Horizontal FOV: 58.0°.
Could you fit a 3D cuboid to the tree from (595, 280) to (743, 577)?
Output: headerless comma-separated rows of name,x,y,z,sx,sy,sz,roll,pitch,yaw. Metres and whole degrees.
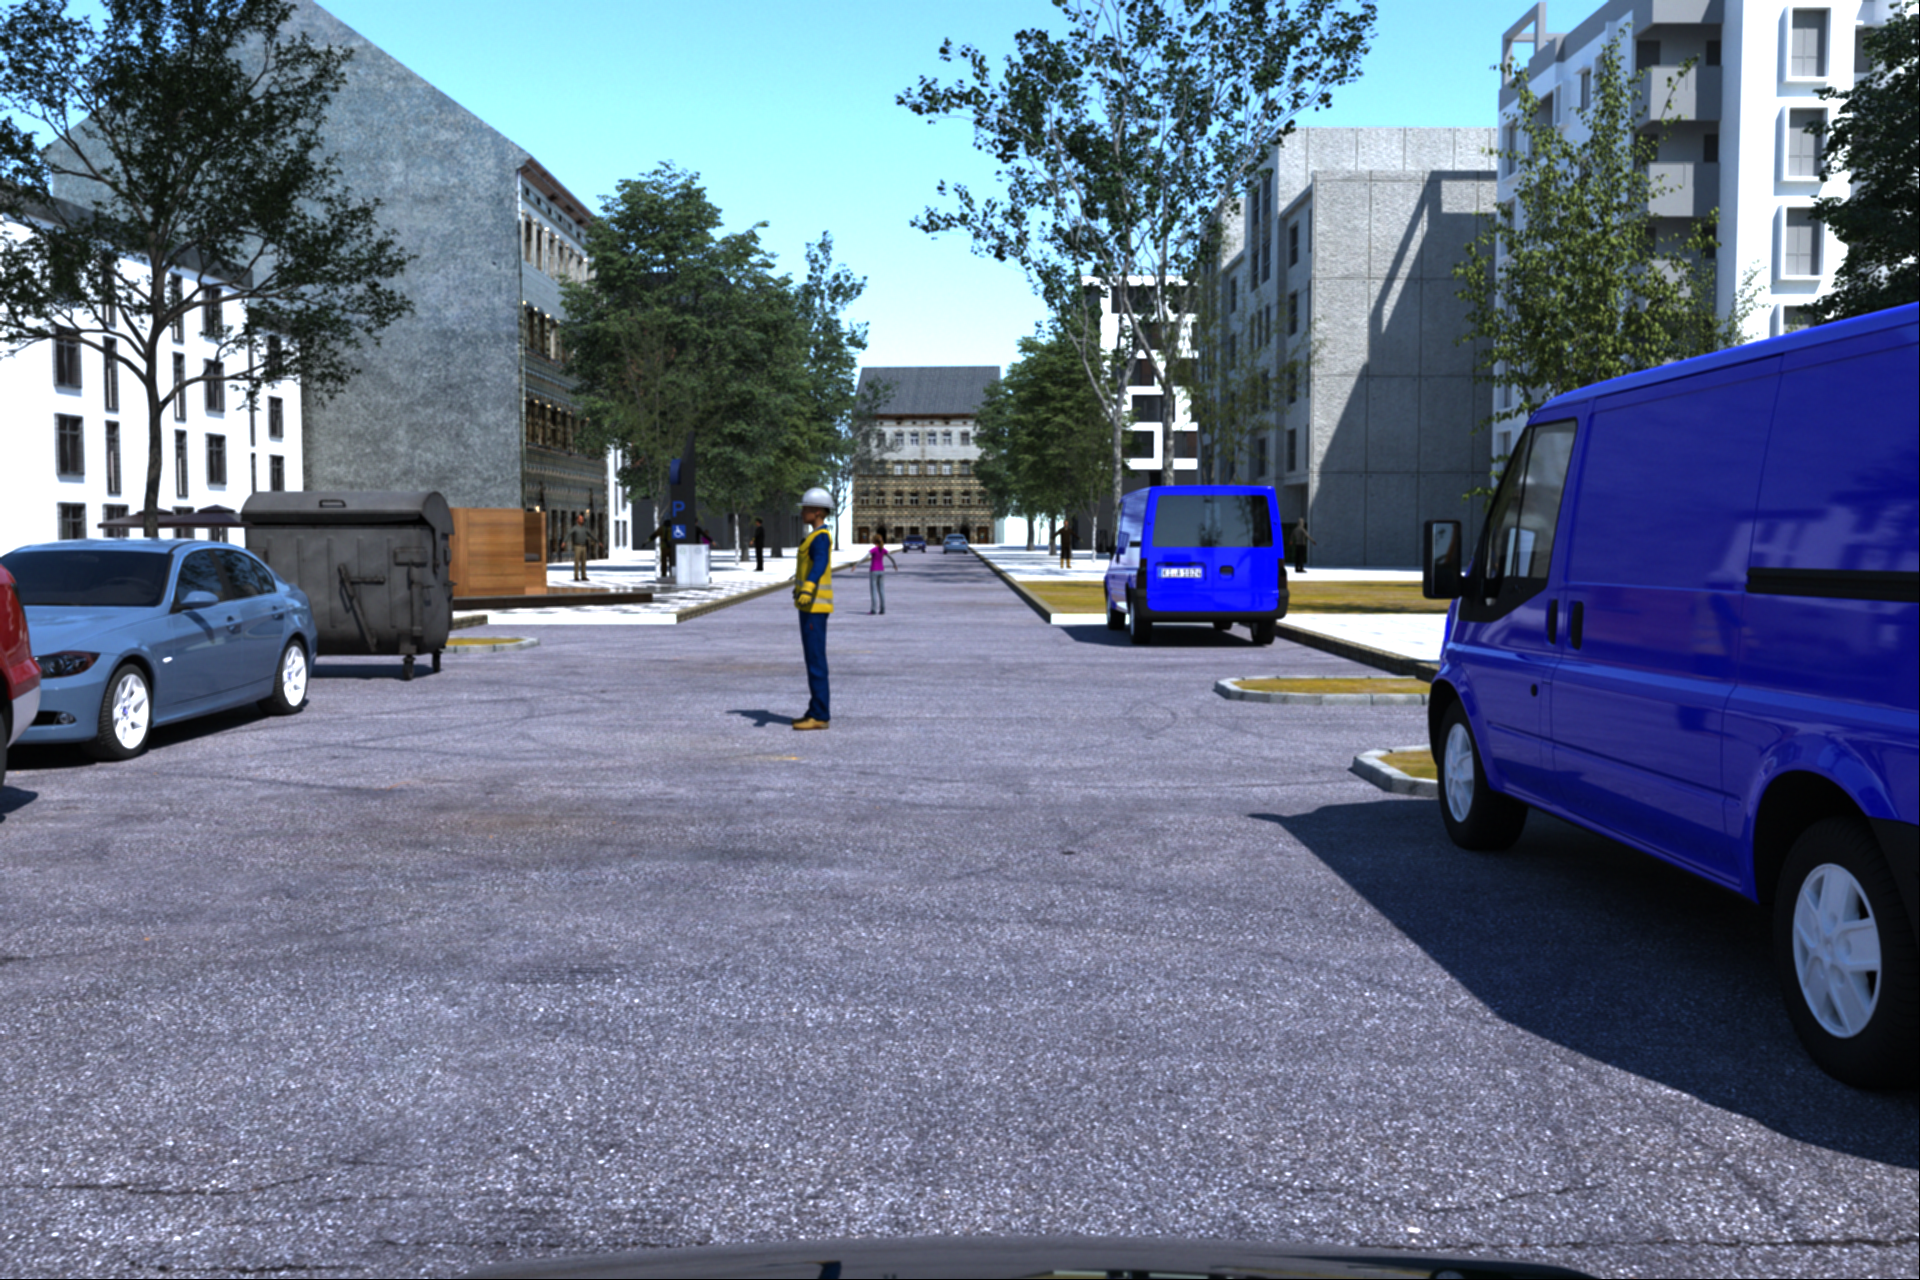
tree,-8.979,-6.137,50.706,4.360,8.622,3.978,0,3,0

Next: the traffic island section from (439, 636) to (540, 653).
traffic island section,-6.392,0.065,21.796,1.991,0.108,1.994,0,4,0

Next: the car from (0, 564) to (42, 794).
car,-5.675,0.126,6.610,2.281,1.827,5.304,0,4,0

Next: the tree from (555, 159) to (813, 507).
tree,-9.398,-9.352,59.556,9.857,13.997,8.962,0,3,0

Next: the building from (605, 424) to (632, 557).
building,-24.082,-9.874,103.579,9.099,9.664,28.070,0,4,-1

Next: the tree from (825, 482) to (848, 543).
tree,-16.767,-16.771,224.559,4.737,8.622,4.395,0,3,0

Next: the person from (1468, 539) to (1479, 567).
person,5.327,-0.645,16.383,1.345,1.849,0.704,-1,4,-21

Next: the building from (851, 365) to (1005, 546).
building,-3.778,-23.961,225.152,18.063,23.208,19.493,0,4,5

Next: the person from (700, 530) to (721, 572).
person,-8.650,-3.047,59.086,0.991,1.433,0.599,-1,4,-13

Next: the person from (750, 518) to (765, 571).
person,-6.954,-3.292,59.760,0.705,1.837,1.347,1,4,10

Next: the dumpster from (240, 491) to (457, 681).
dumpster,-6.111,-0.559,17.357,1.865,1.857,1.264,0,4,0

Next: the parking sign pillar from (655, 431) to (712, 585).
parking sign pillar,-7.120,-3.430,44.548,1.447,3.967,1.447,0,4,1

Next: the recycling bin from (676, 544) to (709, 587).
recycling bin,-6.507,-1.809,42.136,0.722,1.027,0.722,0,4,-1

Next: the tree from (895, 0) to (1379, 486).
tree,4.528,-11.836,49.404,12.611,20.169,13.585,0,3,0

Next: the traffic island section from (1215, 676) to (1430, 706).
traffic island section,3.320,0.453,15.459,1.991,0.108,1.994,0,3,0

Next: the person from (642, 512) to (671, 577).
person,-7.786,-2.467,46.101,1.354,1.858,0.705,-2,4,-25

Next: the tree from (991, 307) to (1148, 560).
tree,5.462,-10.272,86.079,7.486,12.596,7.792,0,3,0

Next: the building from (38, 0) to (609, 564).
building,-26.967,-15.117,78.099,19.493,23.208,18.063,0,4,-1

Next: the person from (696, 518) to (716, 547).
person,-8.201,-2.900,53.602,1.347,1.806,0.705,1,4,20

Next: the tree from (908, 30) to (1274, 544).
tree,4.743,-12.896,66.731,12.611,20.169,13.585,0,3,0

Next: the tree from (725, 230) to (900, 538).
tree,-10.116,-15.558,110.265,12.611,20.169,13.585,0,3,0

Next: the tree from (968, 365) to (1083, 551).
tree,5.162,-13.541,128.044,9.857,13.997,8.962,0,3,0

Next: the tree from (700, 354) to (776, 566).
tree,-8.928,-7.340,70.375,4.360,8.622,3.978,0,3,0

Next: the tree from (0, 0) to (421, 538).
tree,-11.417,-5.531,24.842,7.601,10.594,8.767,-2,4,-28

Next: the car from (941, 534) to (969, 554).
car,-0.335,-6.893,124.697,2.014,1.417,4.499,0,4,-1

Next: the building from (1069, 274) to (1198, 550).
building,23.381,-18.882,152.700,27.936,21.610,32.646,0,3,0

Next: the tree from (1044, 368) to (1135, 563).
tree,5.994,-7.735,76.822,4.360,8.622,3.978,0,3,0

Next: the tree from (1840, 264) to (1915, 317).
tree,25.467,-5.893,46.716,4.737,8.622,4.395,0,3,0

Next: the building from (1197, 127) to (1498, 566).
building,22.136,-13.306,84.014,16.747,18.905,31.486,0,4,0

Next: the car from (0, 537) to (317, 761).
car,-6.127,-0.028,12.467,2.014,1.417,4.499,0,4,0

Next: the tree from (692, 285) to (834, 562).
tree,-9.575,-9.806,78.462,7.486,12.596,7.792,0,3,0

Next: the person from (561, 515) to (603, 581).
person,-10.388,-2.518,47.436,0.705,1.796,1.348,3,5,42

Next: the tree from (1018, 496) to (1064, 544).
tree,10.338,-17.355,218.159,7.601,10.594,8.767,0,4,8

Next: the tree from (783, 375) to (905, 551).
tree,-9.237,-13.507,131.206,12.009,13.543,11.850,0,3,0

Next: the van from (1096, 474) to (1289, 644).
van,3.151,-1.211,24.186,2.240,2.365,5.245,0,3,0

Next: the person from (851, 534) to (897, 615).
person,-1.508,-1.169,30.838,0.991,1.433,0.599,-3,4,-38

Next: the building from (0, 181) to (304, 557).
building,-26.960,-6.909,55.105,9.099,9.664,28.070,0,4,0

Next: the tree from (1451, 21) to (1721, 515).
tree,9.148,-4.623,25.946,4.737,8.622,4.395,0,3,0

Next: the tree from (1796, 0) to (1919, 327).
tree,22.598,-7.922,36.186,9.857,13.997,8.962,0,3,0

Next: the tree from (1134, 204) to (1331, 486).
tree,5.586,-5.443,39.356,4.360,8.622,3.978,0,3,0

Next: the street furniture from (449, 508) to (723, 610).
street furniture,-11.021,-1.558,32.331,9.812,1.723,11.010,3,5,40

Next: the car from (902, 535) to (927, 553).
car,-3.504,-7.392,133.444,1.945,1.354,3.894,0,3,0

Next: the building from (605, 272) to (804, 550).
building,-29.054,-18.818,151.654,27.936,21.610,32.646,0,4,0

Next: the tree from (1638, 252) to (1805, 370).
tree,20.218,-5.853,46.059,4.737,8.622,4.395,0,3,0

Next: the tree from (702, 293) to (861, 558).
tree,-9.907,-11.351,92.247,9.857,13.997,8.962,0,3,0

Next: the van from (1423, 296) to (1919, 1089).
van,3.198,-0.107,6.133,2.240,2.365,5.245,0,4,-1

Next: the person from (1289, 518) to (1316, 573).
person,11.336,-3.146,57.570,0.705,1.813,1.348,-2,4,-27

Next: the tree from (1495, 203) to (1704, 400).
tree,14.205,-5.410,38.821,4.737,8.622,4.395,0,3,0

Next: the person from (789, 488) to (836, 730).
person,-1.151,-0.237,12.796,0.721,1.772,1.216,0,4,-7

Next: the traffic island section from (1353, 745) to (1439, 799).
traffic island section,3.369,0.782,10.086,1.991,0.108,1.994,0,4,-1

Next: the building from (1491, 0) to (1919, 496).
building,25.125,-12.648,63.221,16.016,20.090,11.380,0,4,0

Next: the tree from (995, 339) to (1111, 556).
tree,5.657,-11.156,100.525,7.486,12.596,7.792,0,3,0

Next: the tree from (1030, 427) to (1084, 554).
tree,5.462,-9.690,108.800,4.360,8.622,3.978,0,3,0

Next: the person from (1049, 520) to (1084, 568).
person,3.968,-3.600,64.995,1.346,1.812,0.704,-1,4,-13
